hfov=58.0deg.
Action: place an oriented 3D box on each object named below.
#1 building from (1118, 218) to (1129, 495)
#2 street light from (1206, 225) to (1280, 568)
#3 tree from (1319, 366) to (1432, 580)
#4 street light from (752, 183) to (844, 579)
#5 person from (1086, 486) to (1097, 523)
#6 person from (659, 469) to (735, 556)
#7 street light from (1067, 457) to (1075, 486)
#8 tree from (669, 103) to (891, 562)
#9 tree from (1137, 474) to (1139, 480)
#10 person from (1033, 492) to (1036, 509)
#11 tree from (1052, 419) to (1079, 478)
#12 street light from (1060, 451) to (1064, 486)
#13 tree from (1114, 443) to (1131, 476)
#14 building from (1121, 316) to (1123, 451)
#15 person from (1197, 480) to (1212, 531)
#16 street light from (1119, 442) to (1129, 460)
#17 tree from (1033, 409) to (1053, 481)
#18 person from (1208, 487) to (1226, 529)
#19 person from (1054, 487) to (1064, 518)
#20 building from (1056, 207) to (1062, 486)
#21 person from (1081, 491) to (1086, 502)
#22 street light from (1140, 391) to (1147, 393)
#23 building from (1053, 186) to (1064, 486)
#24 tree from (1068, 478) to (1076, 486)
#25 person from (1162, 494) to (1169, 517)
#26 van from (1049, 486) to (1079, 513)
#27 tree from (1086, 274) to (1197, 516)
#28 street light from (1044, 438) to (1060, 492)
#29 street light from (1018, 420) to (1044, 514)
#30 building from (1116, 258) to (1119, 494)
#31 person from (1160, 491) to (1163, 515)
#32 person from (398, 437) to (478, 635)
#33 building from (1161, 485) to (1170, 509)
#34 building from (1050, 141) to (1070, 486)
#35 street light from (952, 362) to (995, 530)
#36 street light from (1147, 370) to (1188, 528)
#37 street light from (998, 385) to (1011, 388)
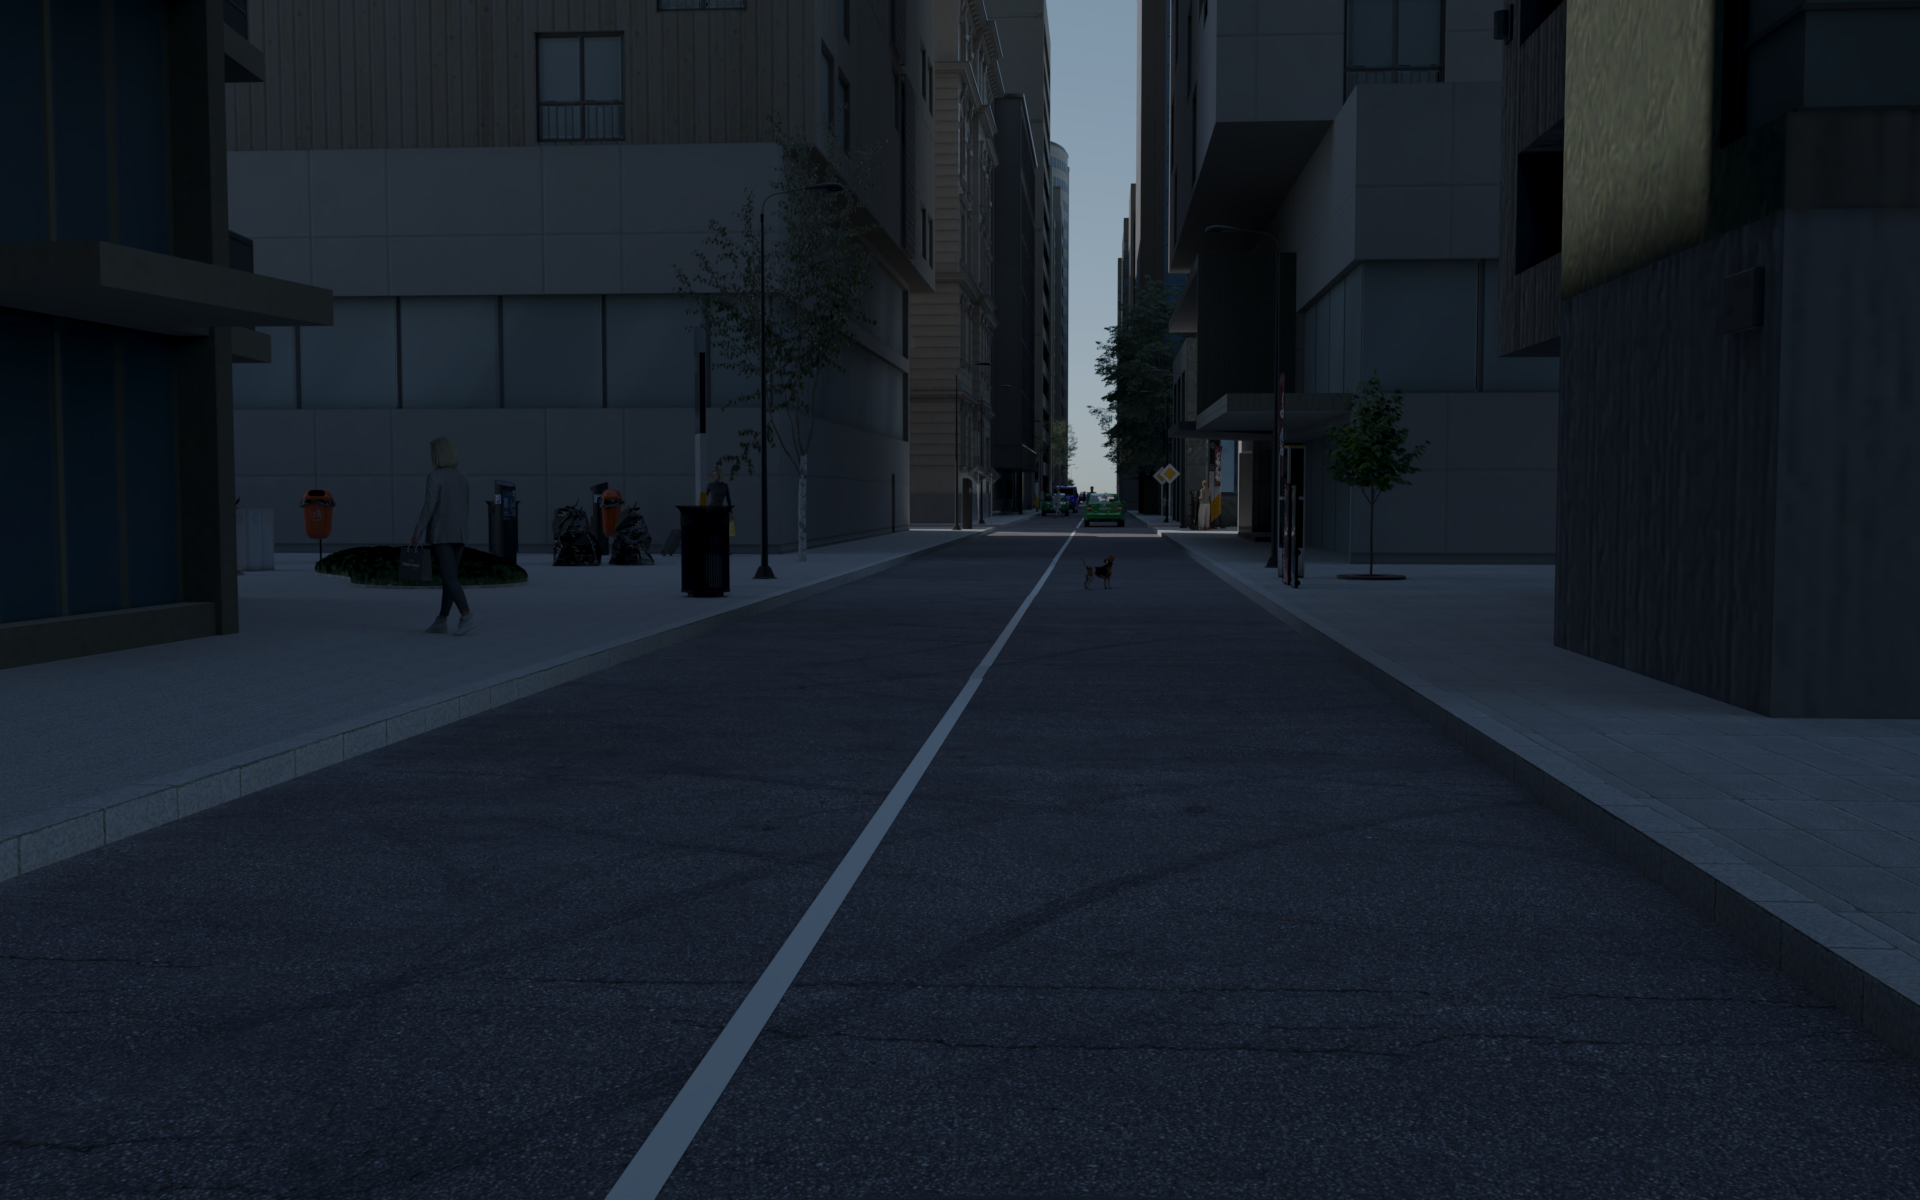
[{"bbox_3d":[31.127,-35.074,257.051,14.154,41.232,14.086,0,4,5],"label":"building"},{"bbox_3d":[4.946,-3.519,30.072,1.470,5.913,1.316,0,4,5],"label":"street light"},{"bbox_3d":[6.351,-1.930,26.158,1.663,3.219,1.824,0,3,0],"label":"tree"},{"bbox_3d":[-2.423,-3.271,26.028,1.470,5.913,1.316,0,4,5],"label":"street light"},{"bbox_3d":[6.470,-4.651,84.561,0.660,1.820,0.620,-1,4,-12],"label":"person"},{"bbox_3d":[-5.370,-1.800,35.696,1.509,1.804,0.699,1,4,14],"label":"person"},{"bbox_3d":[14.439,-15.959,233.466,1.470,5.913,1.316,0,4,5],"label":"street light"},{"bbox_3d":[-3.135,-5.048,32.897,4.360,8.622,3.978,0,3,0],"label":"tree"},{"bbox_3d":[14.194,-8.576,123.926,4.285,4.588,4.351,0,3,0],"label":"tree"},{"bbox_3d":[6.211,-8.692,148.510,0.623,1.781,0.721,2,4,34],"label":"person"},{"bbox_3d":[11.815,-18.293,224.842,9.928,11.665,9.643,0,3,0],"label":"tree"},{"bbox_3d":[10.431,-12.994,184.997,1.470,5.913,1.316,0,4,5],"label":"street light"},{"bbox_3d":[22.225,-17.194,231.480,4.737,8.622,4.395,0,3,0],"label":"tree"},{"bbox_3d":[32.344,-30.563,271.397,14.160,30.474,14.107,0,4,5],"label":"building"},{"bbox_3d":[8.553,-3.305,60.621,0.519,1.759,0.362,-2,4,-31],"label":"person"},{"bbox_3d":[15.148,-11.136,154.616,1.470,5.913,1.316,0,4,5],"label":"street light"},{"bbox_3d":[5.826,-12.013,146.767,4.360,8.622,3.978,0,3,0],"label":"tree"},{"bbox_3d":[9.553,-3.615,64.516,0.648,1.900,0.474,3,5,45],"label":"person"},{"bbox_3d":[5.848,-5.769,102.699,0.818,1.842,0.514,-2,4,-28],"label":"person"},{"bbox_3d":[6.916,-34.042,240.186,14.154,41.232,14.086,0,4,5],"label":"building"},{"bbox_3d":[17.662,-14.545,245.937,1.348,1.869,0.705,-2,4,-31],"label":"person"},{"bbox_3d":[8.780,-6.445,77.915,1.470,5.913,1.316,0,4,5],"label":"street light"},{"bbox_3d":[4.529,-38.846,258.837,21.300,48.544,21.600,0,4,5],"label":"building"},{"bbox_3d":[18.957,-19.815,307.680,4.285,4.588,4.351,0,3,0],"label":"tree"},{"bbox_3d":[11.345,-5.225,95.724,0.306,1.304,0.590,-1,4,-21],"label":"person"},{"bbox_3d":[7.956,-7.772,131.458,2.240,2.365,5.245,0,4,6],"label":"van"},{"bbox_3d":[12.322,-11.913,101.431,9.857,13.997,8.962,0,3,0],"label":"tree"},{"bbox_3d":[7.723,-10.870,150.273,1.470,5.913,1.316,0,4,5],"label":"street light"},{"bbox_3d":[4.346,-8.327,108.682,1.470,5.913,1.316,0,4,5],"label":"street light"},{"bbox_3d":[34.135,-37.666,299.431,14.154,41.232,14.086,0,4,5],"label":"building"},{"bbox_3d":[12.334,-6.026,104.754,0.592,1.802,0.473,0,4,-4],"label":"person"},{"bbox_3d":[-4.712,-0.583,15.757,0.728,1.800,0.709,2,4,29],"label":"person"},{"bbox_3d":[26.634,-31.117,192.356,14.154,41.232,14.086,0,4,5],"label":"building"},{"bbox_3d":[7.001,-45.338,283.274,21.231,58.520,28.212,0,4,5],"label":"building"},{"bbox_3d":[0.421,-5.419,61.145,1.470,5.913,1.316,0,4,5],"label":"street light"},{"bbox_3d":[7.839,-5.642,64.782,1.470,5.913,1.316,0,4,5],"label":"street light"},{"bbox_3d":[1.463,-6.204,73.971,1.470,5.913,1.316,0,4,5],"label":"street light"}]
